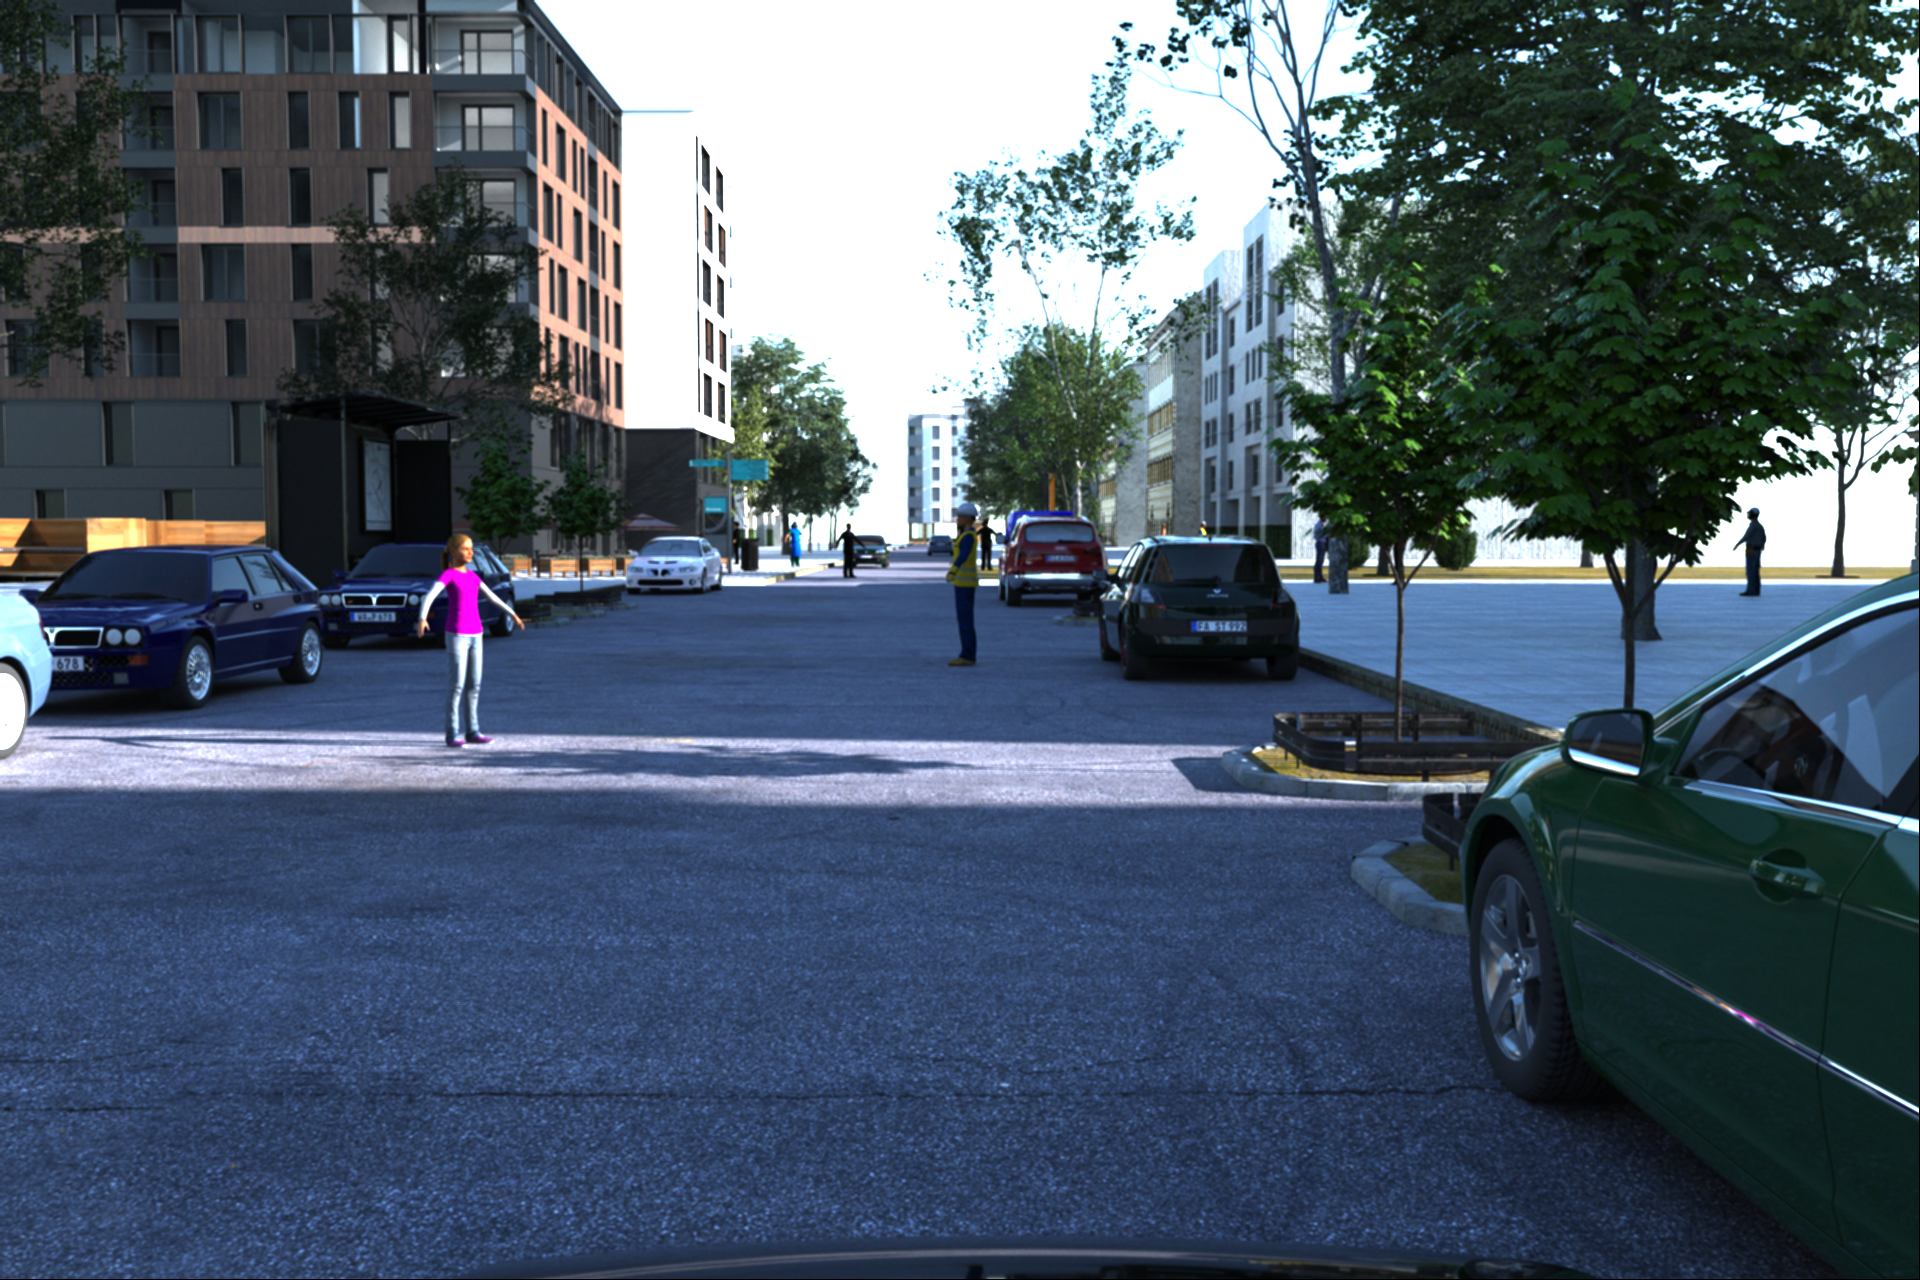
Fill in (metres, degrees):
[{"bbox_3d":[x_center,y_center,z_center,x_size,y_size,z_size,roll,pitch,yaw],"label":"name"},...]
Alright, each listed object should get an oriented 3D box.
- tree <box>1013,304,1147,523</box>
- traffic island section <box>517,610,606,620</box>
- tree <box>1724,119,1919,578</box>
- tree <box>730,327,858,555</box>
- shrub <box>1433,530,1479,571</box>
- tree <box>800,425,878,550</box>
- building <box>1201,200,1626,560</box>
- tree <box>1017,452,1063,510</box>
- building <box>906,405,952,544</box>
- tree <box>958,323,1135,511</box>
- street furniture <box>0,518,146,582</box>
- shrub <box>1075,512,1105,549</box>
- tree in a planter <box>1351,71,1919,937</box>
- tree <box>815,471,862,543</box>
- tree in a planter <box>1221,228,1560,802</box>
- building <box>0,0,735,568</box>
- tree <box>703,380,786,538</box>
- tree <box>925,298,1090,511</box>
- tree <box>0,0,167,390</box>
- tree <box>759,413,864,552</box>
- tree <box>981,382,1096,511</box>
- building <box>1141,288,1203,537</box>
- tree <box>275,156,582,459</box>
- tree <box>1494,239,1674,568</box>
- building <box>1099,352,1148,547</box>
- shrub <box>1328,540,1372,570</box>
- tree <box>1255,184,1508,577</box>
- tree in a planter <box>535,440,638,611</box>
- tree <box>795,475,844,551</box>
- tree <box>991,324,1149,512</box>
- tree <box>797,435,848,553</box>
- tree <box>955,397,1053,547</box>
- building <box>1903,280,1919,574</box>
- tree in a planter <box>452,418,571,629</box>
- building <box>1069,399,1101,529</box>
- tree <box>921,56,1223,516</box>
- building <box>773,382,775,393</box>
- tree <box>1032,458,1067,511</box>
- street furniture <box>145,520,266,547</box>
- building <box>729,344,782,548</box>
[{"bbox_3d":[3.942,-6.384,54.740,4.737,8.622,4.395,0,3,0],"label":"tree"},{"bbox_3d":[-7.190,-0.426,29.834,1.991,0.108,1.994,0,4,0],"label":"traffic island section"},{"bbox_3d":[25.966,-8.571,50.498,12.009,13.543,11.850,0,3,0],"label":"tree"},{"bbox_3d":[-10.642,-12.198,106.090,9.857,13.997,8.962,0,3,0],"label":"tree"},{"bbox_3d":[17.325,-3.439,60.648,1.690,2.028,1.600,0,3,0],"label":"shrub"},{"bbox_3d":[-10.410,-12.408,137.290,8.767,10.594,7.601,1,4,8],"label":"tree"},{"bbox_3d":[24.648,-14.312,100.457,16.747,18.905,31.486,0,4,0],"label":"building"},{"bbox_3d":[5.438,-10.733,125.841,4.737,8.622,4.395,0,3,0],"label":"tree"},{"bbox_3d":[-7.253,-23.593,244.628,11.380,20.090,16.016,0,4,-1],"label":"building"},{"bbox_3d":[5.106,-11.604,100.093,12.009,13.543,11.850,0,3,0],"label":"tree"},{"bbox_3d":[-26.797,-2.648,50.143,11.010,1.723,9.812,2,4,26],"label":"street furniture"},{"bbox_3d":[4.182,-3.426,60.055,1.661,2.075,1.752,0,3,0],"label":"shrub"},{"bbox_3d":[2.624,-0.582,6.743,1.991,3.239,1.994,0,4,0],"label":"tree in a planter"},{"bbox_3d":[-16.932,-18.677,239.786,7.601,10.594,8.767,0,4,-2],"label":"tree"},{"bbox_3d":[2.598,-0.792,10.168,1.991,3.239,1.994,0,3,0],"label":"tree in a planter"},{"bbox_3d":[-26.775,-14.544,81.772,27.936,21.610,32.646,0,3,0],"label":"building"},{"bbox_3d":[-10.324,-8.128,83.257,4.737,8.622,4.395,0,3,0],"label":"tree"},{"bbox_3d":[4.012,-17.354,139.630,12.611,20.169,13.585,0,3,0],"label":"tree"},{"bbox_3d":[-13.110,-5.260,20.419,7.601,10.594,8.767,-1,4,-14],"label":"tree"},{"bbox_3d":[-10.815,-11.555,123.339,8.767,10.594,7.601,0,4,6],"label":"tree"},{"bbox_3d":[5.028,-11.920,113.022,7.486,12.596,7.792,0,3,0],"label":"tree"},{"bbox_3d":[23.943,-18.143,127.570,19.493,23.208,18.063,0,4,0],"label":"building"},{"bbox_3d":[-12.727,-6.584,42.060,7.601,10.594,8.767,-3,4,-37],"label":"tree"},{"bbox_3d":[24.138,-9.765,66.313,9.857,13.997,8.962,0,3,0],"label":"tree"},{"bbox_3d":[24.198,-21.053,175.143,19.493,23.208,18.063,0,4,0],"label":"building"},{"bbox_3d":[13.816,-3.521,61.602,1.661,2.075,1.752,0,3,0],"label":"shrub"},{"bbox_3d":[12.793,-7.729,52.120,9.928,11.665,9.643,0,3,0],"label":"tree"},{"bbox_3d":[-7.243,-2.191,33.047,1.991,3.239,1.994,0,4,0],"label":"tree in a planter"},{"bbox_3d":[-10.741,-11.054,131.094,4.737,8.622,4.395,0,3,0],"label":"tree"},{"bbox_3d":[5.390,-9.726,84.778,9.928,11.665,9.643,0,3,0],"label":"tree"},{"bbox_3d":[-10.166,-10.106,115.599,4.360,8.622,3.978,0,3,0],"label":"tree"},{"bbox_3d":[4.262,-15.195,155.087,9.857,13.997,8.962,0,3,0],"label":"tree"},{"bbox_3d":[28.506,-12.585,24.842,14.460,24.649,34.723,0,4,0],"label":"building"},{"bbox_3d":[-7.172,-1.819,26.962,1.991,3.239,1.994,0,4,-1],"label":"tree in a planter"},{"bbox_3d":[23.559,-23.780,219.734,19.493,23.208,18.063,0,4,0],"label":"building"},{"bbox_3d":[4.694,-13.158,71.015,12.611,20.169,13.585,0,3,0],"label":"tree"},{"bbox_3d":[-27.693,-21.163,202.434,16.016,20.090,11.380,0,4,-1],"label":"building"},{"bbox_3d":[13.415,-19.843,242.559,7.486,12.596,7.792,0,3,0],"label":"tree"},{"bbox_3d":[-26.923,-3.294,60.707,11.010,1.723,9.812,-1,4,-21],"label":"street furniture"},{"bbox_3d":[-28.383,-19.010,177.266,16.747,18.905,31.486,0,4,0],"label":"building"}]
